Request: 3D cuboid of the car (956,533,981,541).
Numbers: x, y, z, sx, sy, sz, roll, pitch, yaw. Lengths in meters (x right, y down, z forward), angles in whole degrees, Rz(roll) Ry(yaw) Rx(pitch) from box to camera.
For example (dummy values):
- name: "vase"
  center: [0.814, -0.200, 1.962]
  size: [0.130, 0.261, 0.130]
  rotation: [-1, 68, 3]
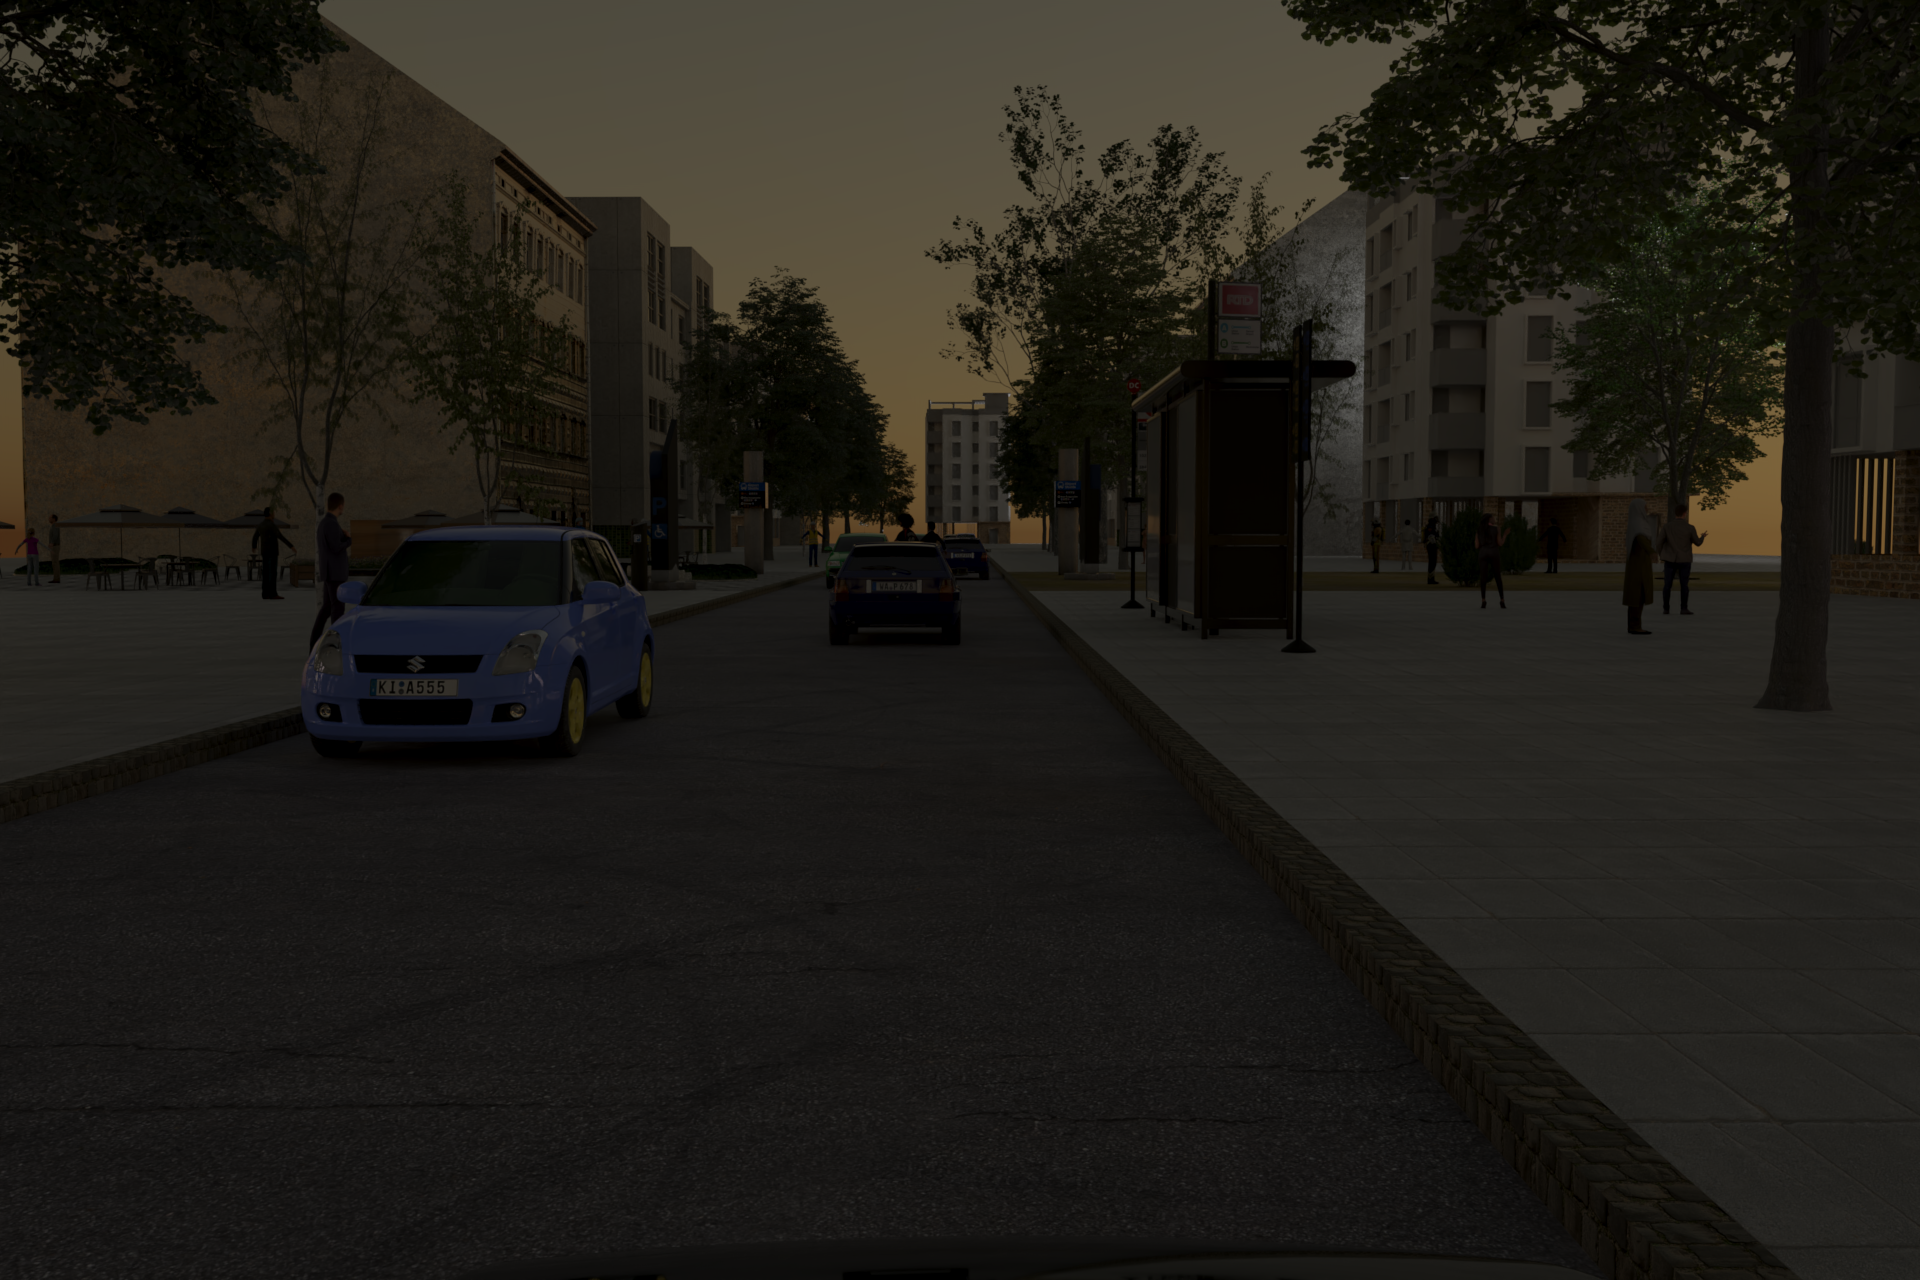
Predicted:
- name: "car"
  center: [0.350, -6.117, 109.597]
  size: [1.945, 1.707, 3.694]
  rotation: [0, 4, -1]

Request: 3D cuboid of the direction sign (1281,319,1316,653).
- name: "direction sign"
  center: [3.680, -1.634, 18.715]
  size: [0.379, 3.537, 0.876]
  rotation: [0, 4, 0]

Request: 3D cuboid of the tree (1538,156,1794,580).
- name: "tree"
  center: [20.197, -7.501, 48.389]
  size: [9.928, 11.665, 9.643]
  rotation: [0, 3, 0]

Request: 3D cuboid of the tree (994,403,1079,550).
- name: "tree"
  center: [6.373, -13.515, 139.093]
  size: [7.486, 12.596, 7.792]
  rotation: [0, 3, 0]

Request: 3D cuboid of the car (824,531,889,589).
- name: "car"
  center: [-2.638, -2.324, 46.798]
  size: [1.959, 1.807, 4.718]
  rotation: [0, 4, 0]

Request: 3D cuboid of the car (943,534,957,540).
- name: "car"
  center: [-0.533, -7.262, 128.521]
  size: [2.009, 1.686, 4.222]
  rotation: [0, 4, 1]

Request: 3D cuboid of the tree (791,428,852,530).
- name: "tree"
  center: [-9.549, -9.699, 108.936]
  size: [4.360, 8.622, 3.978]
  rotation: [0, 3, 0]

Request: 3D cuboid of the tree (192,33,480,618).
- name: "tree"
  center: [-9.859, -4.627, 26.021]
  size: [4.360, 8.622, 3.978]
  rotation: [0, 3, 0]

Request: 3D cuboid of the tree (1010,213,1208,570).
- name: "tree"
  center: [5.502, -8.809, 62.153]
  size: [7.486, 12.596, 7.792]
  rotation: [0, 3, 0]

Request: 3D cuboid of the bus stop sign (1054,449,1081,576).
- name: "bus stop sign"
  center: [3.363, -3.957, 53.714]
  size: [0.837, 3.901, 0.837]
  rotation: [0, 4, 1]

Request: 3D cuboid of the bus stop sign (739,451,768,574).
- name: "bus stop sign"
  center: [-6.584, -4.053, 55.283]
  size: [0.837, 3.901, 0.837]
  rotation: [0, 4, -1]

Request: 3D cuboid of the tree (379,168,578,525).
- name: "tree"
  center: [-9.628, -5.186, 35.155]
  size: [4.737, 8.622, 4.395]
  rotation: [0, 3, 0]

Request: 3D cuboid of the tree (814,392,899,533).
- name: "tree"
  center: [-8.480, -13.135, 132.888]
  size: [7.486, 12.596, 7.792]
  rotation: [0, 3, 0]

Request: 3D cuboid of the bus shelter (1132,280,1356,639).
- name: "bus shelter"
  center: [3.735, -2.908, 25.172]
  size: [2.179, 5.291, 8.768]
  rotation: [0, 3, 0]

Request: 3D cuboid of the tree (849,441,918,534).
- name: "tree"
  center: [-10.512, -20.036, 234.235]
  size: [9.857, 13.997, 8.962]
  rotation: [0, 3, 0]

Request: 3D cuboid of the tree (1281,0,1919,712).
- name: "tree"
  center: [6.227, -5.789, 12.776]
  size: [7.486, 12.596, 7.792]
  rotation: [0, 3, 0]

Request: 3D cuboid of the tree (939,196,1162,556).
- name: "tree"
  center: [5.176, -14.910, 99.667]
  size: [12.611, 20.169, 13.585]
  rotation: [0, 3, 0]

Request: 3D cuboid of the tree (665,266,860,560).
- name: "tree"
  center: [-9.404, -10.856, 84.149]
  size: [9.857, 13.997, 8.962]
  rotation: [0, 3, 0]

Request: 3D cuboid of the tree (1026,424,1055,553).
- name: "tree"
  center: [5.835, -10.080, 115.164]
  size: [4.360, 8.622, 3.978]
  rotation: [0, 3, 0]

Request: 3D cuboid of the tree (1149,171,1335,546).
- name: "tree"
  center: [5.691, -5.245, 36.121]
  size: [4.737, 8.622, 4.395]
  rotation: [0, 3, 0]

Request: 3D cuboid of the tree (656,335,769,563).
- name: "tree"
  center: [-9.865, -7.021, 65.158]
  size: [4.360, 8.622, 3.978]
  rotation: [0, 3, 0]

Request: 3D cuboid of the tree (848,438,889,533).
- name: "tree"
  center: [-9.509, -12.856, 144.613]
  size: [7.601, 10.594, 8.767]
  rotation: [0, 4, -6]

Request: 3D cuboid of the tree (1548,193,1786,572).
- name: "tree"
  center: [23.834, -8.562, 58.109]
  size: [7.486, 12.596, 7.792]
  rotation: [0, 3, 0]

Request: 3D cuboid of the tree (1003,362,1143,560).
- name: "tree"
  center: [6.214, -9.348, 87.253]
  size: [8.767, 10.594, 7.601]
  rotation: [0, 4, 8]

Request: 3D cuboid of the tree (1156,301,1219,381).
- name: "tree"
  center: [7.951, -6.365, 54.436]
  size: [4.737, 8.622, 4.395]
  rotation: [0, 3, 0]

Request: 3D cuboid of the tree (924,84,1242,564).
- name: "tree"
  center: [4.794, -13.394, 74.885]
  size: [12.611, 20.169, 13.585]
  rotation: [0, 3, 0]

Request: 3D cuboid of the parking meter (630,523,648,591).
- name: "parking meter"
  center: [-7.216, -1.868, 38.952]
  size: [0.372, 1.533, 0.369]
  rotation: [0, 3, 0]

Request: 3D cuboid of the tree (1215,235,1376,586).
- name: "tree"
  center: [8.523, -5.633, 42.459]
  size: [4.360, 8.622, 3.978]
  rotation: [0, 3, 0]

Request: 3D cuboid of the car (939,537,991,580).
- name: "car"
  center: [0.042, -2.618, 55.378]
  size: [1.945, 1.354, 3.894]
  rotation: [0, 4, -1]

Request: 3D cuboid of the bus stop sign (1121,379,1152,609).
- name: "bus stop sign"
  center: [3.205, -2.515, 29.817]
  size: [0.855, 3.939, 0.416]
  rotation: [0, 3, 0]

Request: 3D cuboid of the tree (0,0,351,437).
- name: "tree"
  center: [-9.824, -6.633, 15.099]
  size: [9.857, 13.997, 8.962]
  rotation: [0, 3, 0]

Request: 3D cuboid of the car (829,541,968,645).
- name: "car"
  center: [-0.854, -0.683, 23.749]
  size: [1.945, 1.354, 3.894]
  rotation: [0, 4, -1]

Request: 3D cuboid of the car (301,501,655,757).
- name: "car"
  center: [-3.284, -0.163, 12.250]
  size: [1.945, 1.707, 3.694]
  rotation: [0, 4, 0]

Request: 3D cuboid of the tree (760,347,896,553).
- name: "tree"
  center: [-9.198, -12.869, 117.070]
  size: [9.857, 13.997, 8.962]
  rotation: [0, 3, 0]

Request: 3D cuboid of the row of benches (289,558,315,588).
- name: "row of benches"
  center: [-16.311, -1.695, 43.169]
  size: [1.422, 0.672, 4.104]
  rotation: [-1, 4, -23]

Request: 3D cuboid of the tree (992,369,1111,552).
- name: "tree"
  center: [6.592, -13.350, 124.922]
  size: [9.857, 13.997, 8.962]
  rotation: [0, 3, 0]

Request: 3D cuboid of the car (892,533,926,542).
- name: "car"
  center: [-2.195, -4.328, 79.553]
  size: [1.959, 1.807, 4.718]
  rotation: [0, 4, 0]

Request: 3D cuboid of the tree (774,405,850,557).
- name: "tree"
  center: [-9.036, -9.024, 97.901]
  size: [4.360, 8.622, 3.978]
  rotation: [0, 3, 0]
